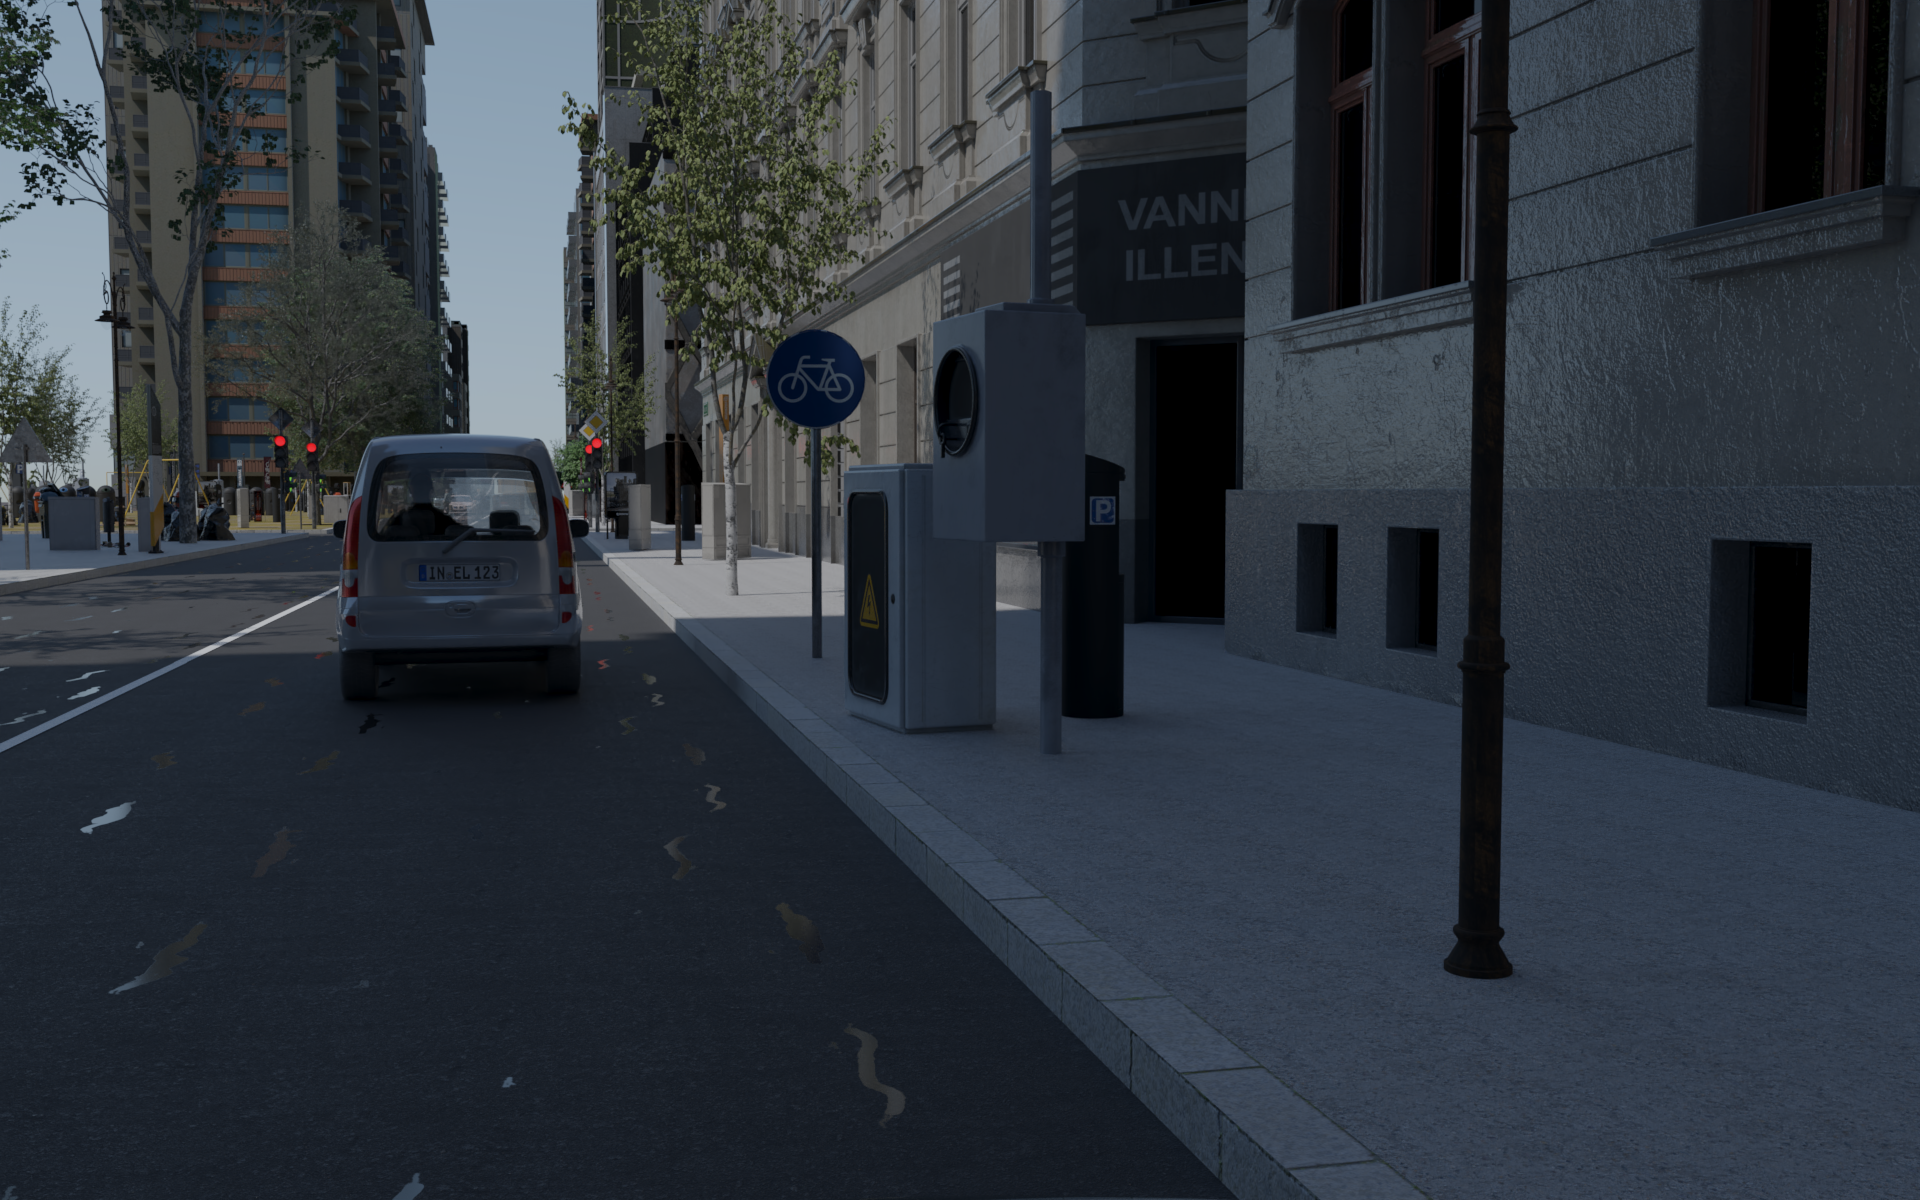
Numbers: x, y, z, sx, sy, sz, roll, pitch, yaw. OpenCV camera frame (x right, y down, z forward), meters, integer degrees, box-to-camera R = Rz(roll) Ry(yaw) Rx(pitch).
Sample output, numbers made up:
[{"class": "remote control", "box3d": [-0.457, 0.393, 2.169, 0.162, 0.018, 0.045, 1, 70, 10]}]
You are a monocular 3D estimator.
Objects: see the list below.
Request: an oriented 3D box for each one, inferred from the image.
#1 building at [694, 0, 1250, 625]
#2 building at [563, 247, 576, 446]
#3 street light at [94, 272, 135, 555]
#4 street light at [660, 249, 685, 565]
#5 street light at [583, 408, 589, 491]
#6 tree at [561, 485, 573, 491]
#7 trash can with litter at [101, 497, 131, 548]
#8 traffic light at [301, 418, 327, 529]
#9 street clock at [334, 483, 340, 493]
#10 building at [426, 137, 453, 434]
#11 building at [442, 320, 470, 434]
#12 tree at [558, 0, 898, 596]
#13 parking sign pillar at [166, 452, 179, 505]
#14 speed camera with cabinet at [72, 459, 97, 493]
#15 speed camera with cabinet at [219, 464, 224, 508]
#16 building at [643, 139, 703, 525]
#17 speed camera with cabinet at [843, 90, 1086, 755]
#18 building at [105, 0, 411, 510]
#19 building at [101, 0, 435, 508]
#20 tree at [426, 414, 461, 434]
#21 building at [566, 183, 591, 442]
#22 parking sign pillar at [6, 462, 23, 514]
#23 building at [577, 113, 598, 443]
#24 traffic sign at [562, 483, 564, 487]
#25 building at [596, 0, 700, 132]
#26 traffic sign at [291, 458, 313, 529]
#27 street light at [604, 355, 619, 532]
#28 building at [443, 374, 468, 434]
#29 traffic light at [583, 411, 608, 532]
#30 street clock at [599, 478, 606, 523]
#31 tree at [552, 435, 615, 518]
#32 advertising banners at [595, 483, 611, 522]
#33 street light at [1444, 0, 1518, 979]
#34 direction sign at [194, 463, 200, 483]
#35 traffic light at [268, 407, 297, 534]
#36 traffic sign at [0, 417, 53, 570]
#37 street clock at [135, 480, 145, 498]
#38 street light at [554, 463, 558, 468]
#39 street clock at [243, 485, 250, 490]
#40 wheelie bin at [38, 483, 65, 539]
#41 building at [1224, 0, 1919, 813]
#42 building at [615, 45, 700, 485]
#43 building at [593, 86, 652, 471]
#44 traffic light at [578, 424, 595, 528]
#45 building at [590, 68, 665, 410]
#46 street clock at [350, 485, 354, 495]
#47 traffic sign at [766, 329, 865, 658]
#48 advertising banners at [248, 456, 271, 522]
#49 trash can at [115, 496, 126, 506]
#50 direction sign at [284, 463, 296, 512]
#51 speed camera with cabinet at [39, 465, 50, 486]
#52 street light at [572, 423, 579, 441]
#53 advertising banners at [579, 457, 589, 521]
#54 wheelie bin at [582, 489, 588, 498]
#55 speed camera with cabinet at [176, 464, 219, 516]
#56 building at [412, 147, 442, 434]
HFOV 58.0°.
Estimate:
[{"class": "building", "box3d": [4.317, -15.935, 36.949, 17.030, 29.872, 44.131, -1, 4, -14]}, {"class": "building", "box3d": [-58.724, -37.012, 288.744, 14.154, 41.232, 14.086, -1, 4, -14]}, {"class": "street light", "box3d": [-17.592, -3.877, 36.184, 0.468, 5.910, 1.993, -1, 4, -14]}, {"class": "street light", "box3d": [-5.085, -3.567, 31.114, 0.468, 5.910, 1.993, -1, 4, -14]}, {"class": "street light", "box3d": [-18.217, -6.863, 85.000, 0.468, 5.910, 1.993, -1, 4, -14]}, {"class": "tree", "box3d": [-42.724, -11.927, 189.614, 1.663, 3.219, 1.824, 0, 3, 0]}, {"class": "trash can with litter", "box3d": [-20.766, -1.895, 42.049, 1.678, 1.210, 2.233, -2, 4, -29]}, {"class": "traffic light", "box3d": [-23.748, -4.570, 63.635, 0.839, 4.253, 0.868, -1, 4, -14]}, {"class": "street clock", "box3d": [-42.105, -6.885, 117.140, 0.358, 2.002, 0.471, 0, 4, 5]}, {"class": "building", "box3d": [-79.797, -37.384, 230.833, 23.786, 49.044, 30.456, -1, 4, -14]}, {"class": "building", "box3d": [-87.405, -31.219, 282.129, 14.160, 30.474, 14.107, -1, 4, -14]}, {"class": "tree", "box3d": [-2.842, -4.347, 21.428, 4.737, 8.622, 4.395, 0, 3, 0]}, {"class": "parking sign pillar", "box3d": [-50.840, -7.581, 112.420, 1.447, 3.967, 1.447, 1, 4, 17]}, {"class": "speed camera with cabinet", "box3d": [-48.997, -6.319, 97.652, 0.660, 3.252, 2.038, 1, 4, 20]}, {"class": "speed camera with cabinet", "box3d": [-48.012, -7.243, 112.766, 0.660, 3.252, 2.038, 0, 4, 7]}, {"class": "building", "box3d": [-5.385, -12.920, 78.697, 16.811, 18.784, 16.820, -1, 4, -14]}, {"class": "speed camera with cabinet", "box3d": [-0.038, -0.908, 9.175, 0.660, 3.252, 2.038, -1, 4, -23]}, {"class": "building", "box3d": [-58.888, -30.147, 147.522, 22.147, 44.769, 28.867, -1, 4, -14]}, {"class": "building", "box3d": [-67.974, -35.768, 174.038, 28.713, 52.752, 27.495, -1, 4, -14]}, {"class": "tree", "box3d": [-46.157, -12.471, 154.257, 4.360, 8.622, 3.978, 0, 3, 0]}, {"class": "building", "box3d": [-49.062, -39.628, 267.530, 23.786, 49.044, 30.456, -1, 4, -14]}, {"class": "parking sign pillar", "box3d": [-58.711, -7.310, 107.995, 1.447, 3.967, 1.447, 3, 4, 37]}, {"class": "building", "box3d": [-32.413, -33.323, 199.451, 22.147, 44.769, 28.867, -1, 4, -14]}, {"class": "traffic sign", "box3d": [-31.023, -8.362, 136.729, 0.884, 2.594, 0.081, 0, 4, -6]}, {"class": "building", "box3d": [-27.877, -45.020, 174.332, 20.563, 71.187, 20.611, -1, 4, -14]}, {"class": "traffic sign", "box3d": [-23.869, -3.833, 62.677, 0.884, 2.594, 0.081, -1, 4, -11]}, {"class": "street light", "box3d": [-11.624, -5.199, 57.790, 0.468, 5.910, 1.993, -1, 4, -14]}, {"class": "building", "box3d": [-88.791, -25.378, 259.974, 27.650, 21.520, 28.899, -1, 4, -14]}, {"class": "traffic light", "box3d": [-12.228, -4.239, 58.235, 0.839, 4.253, 0.868, -1, 4, -14]}, {"class": "street clock", "box3d": [-15.682, -4.378, 76.152, 0.471, 2.002, 0.358, 0, 4, 2]}, {"class": "tree", "box3d": [-20.202, -6.681, 92.944, 4.285, 4.588, 4.351, 0, 3, 0]}, {"class": "advertising banners", "box3d": [-16.297, -5.060, 78.912, 0.090, 3.025, 2.074, 1, 4, 10]}, {"class": "street light", "box3d": [1.395, -1.939, 4.486, 0.468, 5.910, 1.993, -1, 4, -14]}, {"class": "direction sign", "box3d": [-56.407, -8.295, 127.616, 0.876, 3.537, 0.379, 1, 4, 9]}, {"class": "traffic light", "box3d": [-21.853, -4.095, 55.877, 0.839, 4.253, 0.868, -1, 4, -14]}, {"class": "traffic sign", "box3d": [-15.772, -1.787, 29.229, 0.884, 2.594, 0.081, 0, 4, -6]}, {"class": "street clock", "box3d": [-41.039, -5.024, 86.713, 0.471, 2.002, 0.358, 2, 4, 24]}, {"class": "street light", "box3d": [-49.545, -14.694, 213.038, 0.468, 5.910, 1.993, -1, 4, -14]}, {"class": "street clock", "box3d": [-54.683, -7.844, 132.822, 0.471, 2.002, 0.358, 1, 4, 12]}, {"class": "wheelie bin", "box3d": [-26.275, -2.583, 50.135, 0.693, 1.594, 0.980, -3, 5, -41]}, {"class": "building", "box3d": [10.808, -13.236, 3.801, 14.401, 28.519, 23.554, -1, 4, -14]}, {"class": "building", "box3d": [-12.148, -16.203, 94.604, 12.332, 23.373, 15.834, -1, 4, -14]}, {"class": "building", "box3d": [-17.040, -17.965, 111.742, 12.078, 24.808, 19.932, -1, 4, -14]}, {"class": "traffic light", "box3d": [-14.122, -4.714, 65.993, 0.839, 4.253, 0.868, -1, 4, -14]}, {"class": "building", "box3d": [-16.851, -28.304, 154.647, 32.217, 40.220, 23.993, -1, 4, -14]}, {"class": "street clock", "box3d": [-46.636, -7.856, 133.018, 0.358, 2.002, 0.471, 1, 4, 19]}, {"class": "traffic sign", "box3d": [-1.119, -0.819, 13.496, 0.768, 2.556, 0.104, 0, 4, -5]}, {"class": "advertising banners", "box3d": [-32.496, -5.128, 80.031, 0.090, 3.025, 2.074, 1, 4, 18]}, {"class": "trash can", "box3d": [-50.417, -5.643, 103.911, 0.748, 1.137, 0.748, 0, 3, 0]}, {"class": "direction sign", "box3d": [-48.910, -8.214, 126.299, 0.876, 3.537, 0.379, -1, 4, -9]}, {"class": "speed camera with cabinet", "box3d": [-61.985, -7.601, 118.606, 2.038, 3.252, 0.660, 1, 4, 11]}, {"class": "street light", "box3d": [-24.702, -8.473, 111.317, 0.468, 5.910, 1.993, -1, 4, -14]}, {"class": "advertising banners", "box3d": [-17.927, -5.301, 82.853, 0.090, 3.025, 2.074, 0, 4, 2]}, {"class": "wheelie bin", "box3d": [-22.987, -5.981, 105.701, 0.693, 1.594, 0.980, 1, 4, 20]}, {"class": "speed camera with cabinet", "box3d": [-43.914, -6.431, 99.488, 2.038, 3.252, 0.660, 0, 4, -3]}, {"class": "building", "box3d": [-66.715, -31.390, 196.821, 14.154, 41.232, 14.086, -1, 4, -14]}]
